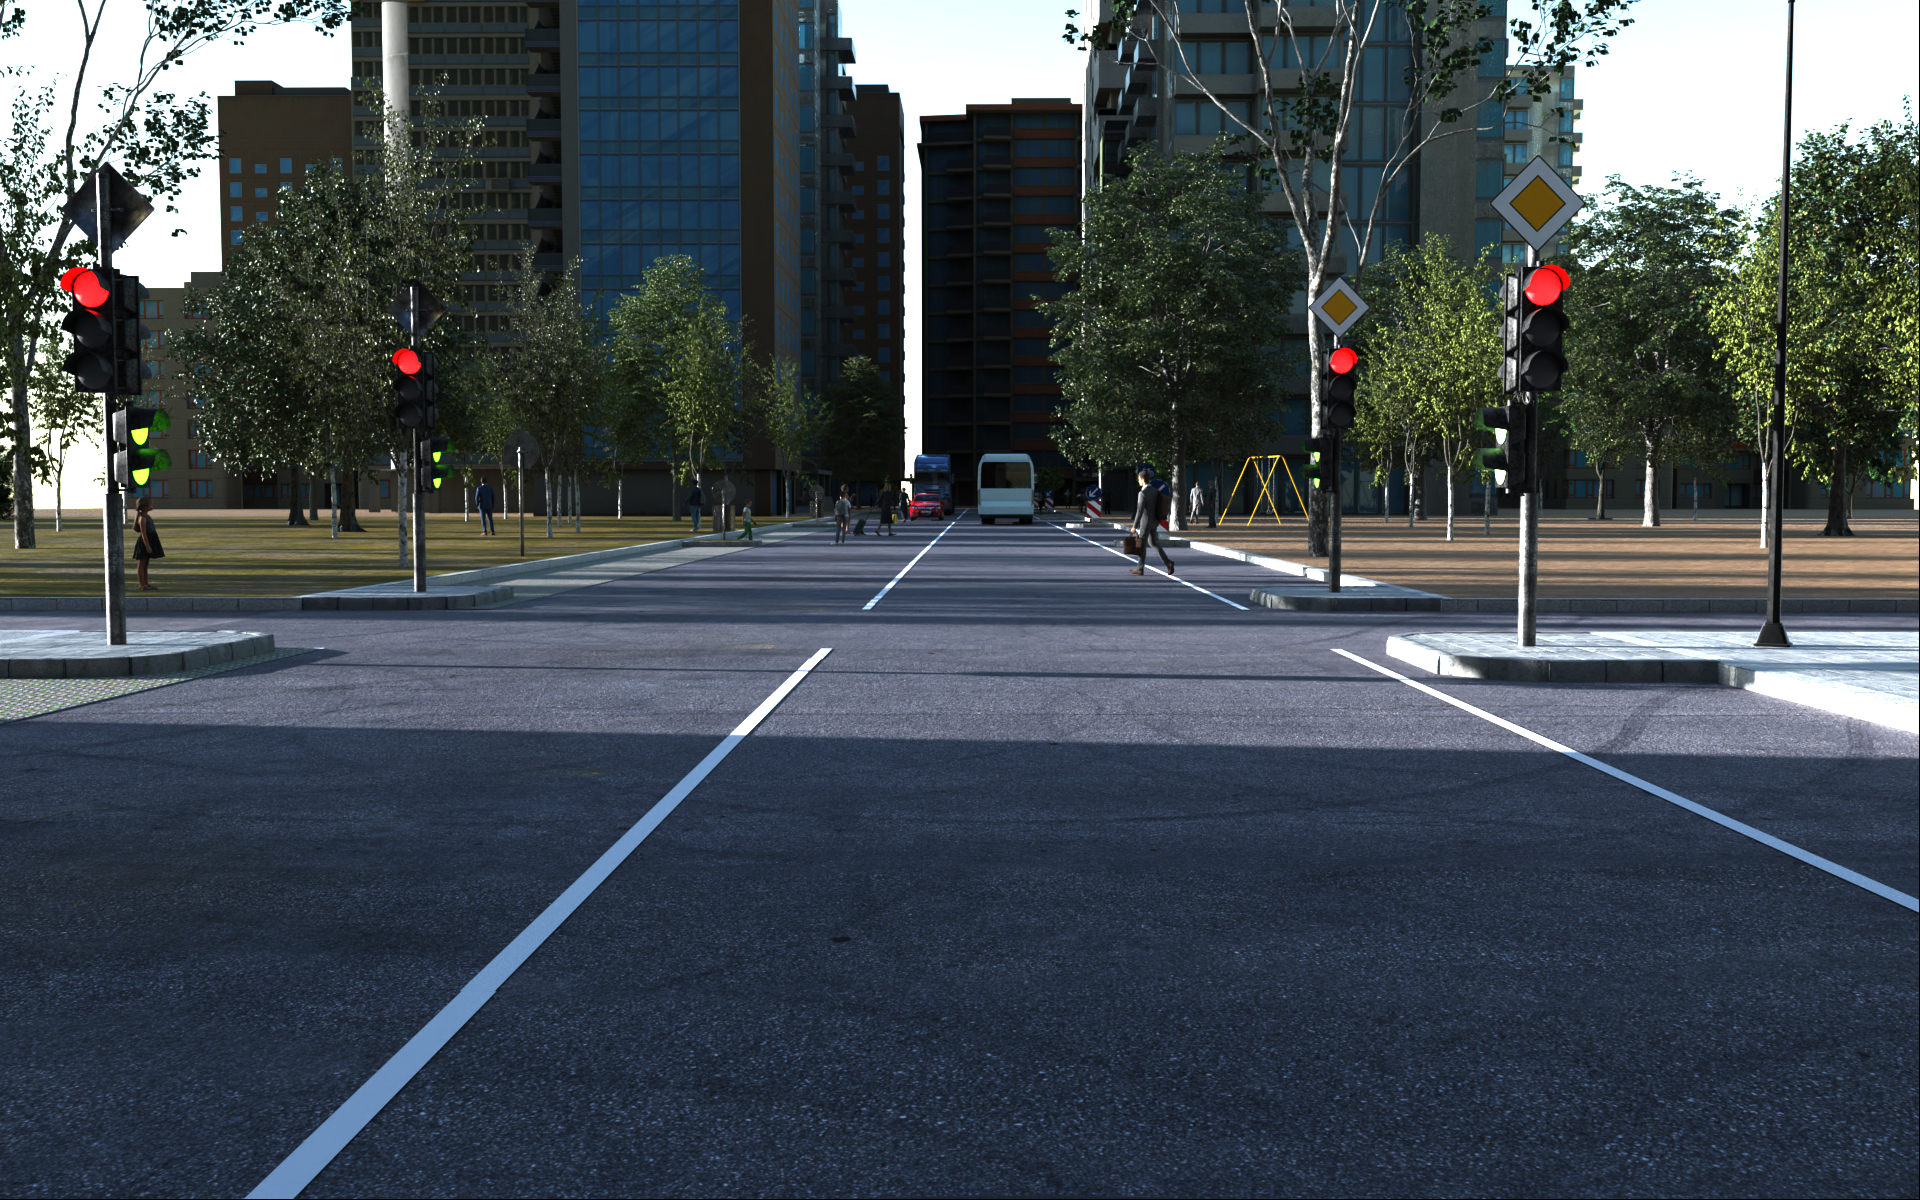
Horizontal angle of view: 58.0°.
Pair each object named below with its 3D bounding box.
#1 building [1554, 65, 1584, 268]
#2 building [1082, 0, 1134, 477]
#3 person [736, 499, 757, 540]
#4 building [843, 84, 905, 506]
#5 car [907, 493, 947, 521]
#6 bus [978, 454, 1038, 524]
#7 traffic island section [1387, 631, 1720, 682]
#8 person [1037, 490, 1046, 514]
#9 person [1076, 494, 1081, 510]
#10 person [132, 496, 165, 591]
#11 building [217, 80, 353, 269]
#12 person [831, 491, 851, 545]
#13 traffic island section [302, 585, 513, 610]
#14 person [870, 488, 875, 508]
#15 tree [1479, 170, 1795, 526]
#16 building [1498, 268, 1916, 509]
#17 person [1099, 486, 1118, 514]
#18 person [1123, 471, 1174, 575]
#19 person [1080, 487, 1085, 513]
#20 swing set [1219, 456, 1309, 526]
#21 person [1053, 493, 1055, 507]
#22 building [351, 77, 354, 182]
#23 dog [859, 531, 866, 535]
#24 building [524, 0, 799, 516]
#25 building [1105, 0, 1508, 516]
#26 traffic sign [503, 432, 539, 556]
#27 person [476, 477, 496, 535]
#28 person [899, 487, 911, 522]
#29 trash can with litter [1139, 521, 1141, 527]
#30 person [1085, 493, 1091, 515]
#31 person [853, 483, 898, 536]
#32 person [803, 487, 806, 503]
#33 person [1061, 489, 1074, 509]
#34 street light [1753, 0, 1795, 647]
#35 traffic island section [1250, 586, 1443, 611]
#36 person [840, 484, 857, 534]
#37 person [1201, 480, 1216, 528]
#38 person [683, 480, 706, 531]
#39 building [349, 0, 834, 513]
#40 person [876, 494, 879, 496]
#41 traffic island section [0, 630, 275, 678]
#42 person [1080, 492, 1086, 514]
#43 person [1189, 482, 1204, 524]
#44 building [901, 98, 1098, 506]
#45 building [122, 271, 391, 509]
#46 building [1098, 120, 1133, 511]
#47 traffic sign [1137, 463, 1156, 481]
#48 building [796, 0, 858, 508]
[{"bbox_3d":[52.069,-35.112,193.688,30.456,49.044,23.786,0,4,1],"label":"building"},{"bbox_3d":[25.229,-34.730,157.067,28.713,52.752,27.495,0,4,1],"label":"building"},{"bbox_3d":[-6.035,-2.207,48.838,0.590,1.304,0.306,0,4,-5],"label":"person"},{"bbox_3d":[-13.350,-33.005,189.739,14.200,45.320,14.600,0,4,1],"label":"building"},{"bbox_3d":[-1.788,-5.243,94.761,2.155,1.783,4.494,0,4,1],"label":"car"},{"bbox_3d":[2.369,-5.545,85.517,2.948,3.499,13.247,0,4,2],"label":"bus"},{"bbox_3d":[4.814,0.467,14.651,2.009,0.180,2.903,0,4,1],"label":"traffic island section"},{"bbox_3d":[5.686,-6.828,120.932,0.721,1.735,1.217,2,4,29],"label":"person"},{"bbox_3d":[9.749,-8.028,140.496,0.628,1.438,0.799,0,4,-7],"label":"person"},{"bbox_3d":[-10.778,-0.752,23.001,0.373,1.253,0.362,0,4,-7],"label":"person"},{"bbox_3d":[-71.277,-33.083,191.018,14.200,45.320,14.600,0,4,1],"label":"building"},{"bbox_3d":[-3.351,-2.305,48.785,0.503,1.515,0.523,-3,4,-39],"label":"person"},{"bbox_3d":[-7.121,-0.032,22.798,2.009,0.180,2.903,0,4,1],"label":"traffic island section"},{"bbox_3d":[-7.955,-9.201,156.462,0.705,1.826,1.348,-1,4,-15],"label":"person"},{"bbox_3d":[27.631,-9.898,68.491,9.857,13.997,8.962,0,3,0],"label":"tree"},{"bbox_3d":[65.250,-19.121,157.674,28.899,21.520,27.650,0,4,1],"label":"building"},{"bbox_3d":[9.349,-6.320,109.513,1.348,1.807,0.705,3,4,36],"label":"person"},{"bbox_3d":[3.331,-1.344,30.442,0.822,1.834,0.622,2,4,33],"label":"person"},{"bbox_3d":[8.449,-6.831,118.173,0.568,1.767,0.683,-1,4,-12],"label":"person"},{"bbox_3d":[12.613,-4.539,71.833,2.862,2.851,3.119,-1,4,-15],"label":"swing set"},{"bbox_3d":[8.943,-9.556,165.543,0.557,1.426,1.065,-1,4,-15],"label":"person"},{"bbox_3d":[-53.341,-34.854,193.558,21.600,48.544,21.300,0,4,1],"label":"building"},{"bbox_3d":[-3.436,-2.470,60.577,0.748,0.427,0.550,-3,4,-39],"label":"dog"},{"bbox_3d":[-17.328,-27.806,104.741,14.600,45.320,14.200,0,4,1],"label":"building"},{"bbox_3d":[22.125,-30.248,114.161,23.786,49.044,30.456,0,4,1],"label":"building"},{"bbox_3d":[-9.017,-2.170,35.590,0.768,2.556,0.104,0,4,8],"label":"traffic sign"},{"bbox_3d":[-14.713,-2.910,53.798,0.721,1.800,0.419,-3,5,-40],"label":"person"},{"bbox_3d":[-2.800,-4.836,87.987,0.534,1.772,0.576,3,5,42],"label":"person"},{"bbox_3d":[7.249,-3.426,67.403,0.624,1.170,1.055,1,4,11],"label":"trash can with litter"},{"bbox_3d":[7.976,-6.117,107.533,0.415,1.643,0.593,2,4,33],"label":"person"},{"bbox_3d":[-2.891,-3.116,59.670,1.509,1.804,0.699,1,4,12],"label":"person"},{"bbox_3d":[-12.578,-8.180,139.789,0.705,1.824,1.348,0,4,-4],"label":"person"},{"bbox_3d":[9.574,-8.962,153.299,1.217,1.736,0.721,0,4,-1],"label":"person"},{"bbox_3d":[6.338,-2.566,14.492,1.470,5.913,1.316,0,4,1],"label":"street light"},{"bbox_3d":[4.919,-0.022,22.636,2.009,0.180,2.903,0,4,1],"label":"traffic island section"},{"bbox_3d":[-3.954,-3.220,61.501,0.532,1.782,0.716,-1,4,-22],"label":"person"},{"bbox_3d":[9.460,-3.640,65.739,0.590,1.801,0.661,-1,4,-9],"label":"person"},{"bbox_3d":[-9.113,-3.256,59.634,0.721,1.781,0.623,2,4,30],"label":"person"},{"bbox_3d":[-25.874,-26.495,125.075,32.217,40.220,23.993,0,4,1],"label":"building"},{"bbox_3d":[-7.460,-9.570,163.305,1.217,1.735,0.721,-2,4,-27],"label":"person"},{"bbox_3d":[-7.226,0.457,14.814,2.009,0.180,2.903,0,4,1],"label":"traffic island section"},{"bbox_3d":[8.128,-6.342,112.964,0.697,1.427,0.421,-1,4,-14],"label":"person"},{"bbox_3d":[10.298,-4.231,75.334,0.709,1.813,0.853,2,4,26],"label":"person"},{"bbox_3d":[8.248,-33.020,194.495,28.867,44.769,22.147,0,4,1],"label":"building"},{"bbox_3d":[-55.975,-19.193,158.846,28.899,21.520,27.650,0,4,1],"label":"building"},{"bbox_3d":[17.905,-22.347,137.079,14.160,30.474,14.107,0,4,1],"label":"building"},{"bbox_3d":[7.537,-4.281,70.097,0.768,2.556,0.104,0,4,2],"label":"traffic sign"},{"bbox_3d":[-25.094,-33.047,159.934,30.456,49.044,23.786,0,4,1],"label":"building"}]
